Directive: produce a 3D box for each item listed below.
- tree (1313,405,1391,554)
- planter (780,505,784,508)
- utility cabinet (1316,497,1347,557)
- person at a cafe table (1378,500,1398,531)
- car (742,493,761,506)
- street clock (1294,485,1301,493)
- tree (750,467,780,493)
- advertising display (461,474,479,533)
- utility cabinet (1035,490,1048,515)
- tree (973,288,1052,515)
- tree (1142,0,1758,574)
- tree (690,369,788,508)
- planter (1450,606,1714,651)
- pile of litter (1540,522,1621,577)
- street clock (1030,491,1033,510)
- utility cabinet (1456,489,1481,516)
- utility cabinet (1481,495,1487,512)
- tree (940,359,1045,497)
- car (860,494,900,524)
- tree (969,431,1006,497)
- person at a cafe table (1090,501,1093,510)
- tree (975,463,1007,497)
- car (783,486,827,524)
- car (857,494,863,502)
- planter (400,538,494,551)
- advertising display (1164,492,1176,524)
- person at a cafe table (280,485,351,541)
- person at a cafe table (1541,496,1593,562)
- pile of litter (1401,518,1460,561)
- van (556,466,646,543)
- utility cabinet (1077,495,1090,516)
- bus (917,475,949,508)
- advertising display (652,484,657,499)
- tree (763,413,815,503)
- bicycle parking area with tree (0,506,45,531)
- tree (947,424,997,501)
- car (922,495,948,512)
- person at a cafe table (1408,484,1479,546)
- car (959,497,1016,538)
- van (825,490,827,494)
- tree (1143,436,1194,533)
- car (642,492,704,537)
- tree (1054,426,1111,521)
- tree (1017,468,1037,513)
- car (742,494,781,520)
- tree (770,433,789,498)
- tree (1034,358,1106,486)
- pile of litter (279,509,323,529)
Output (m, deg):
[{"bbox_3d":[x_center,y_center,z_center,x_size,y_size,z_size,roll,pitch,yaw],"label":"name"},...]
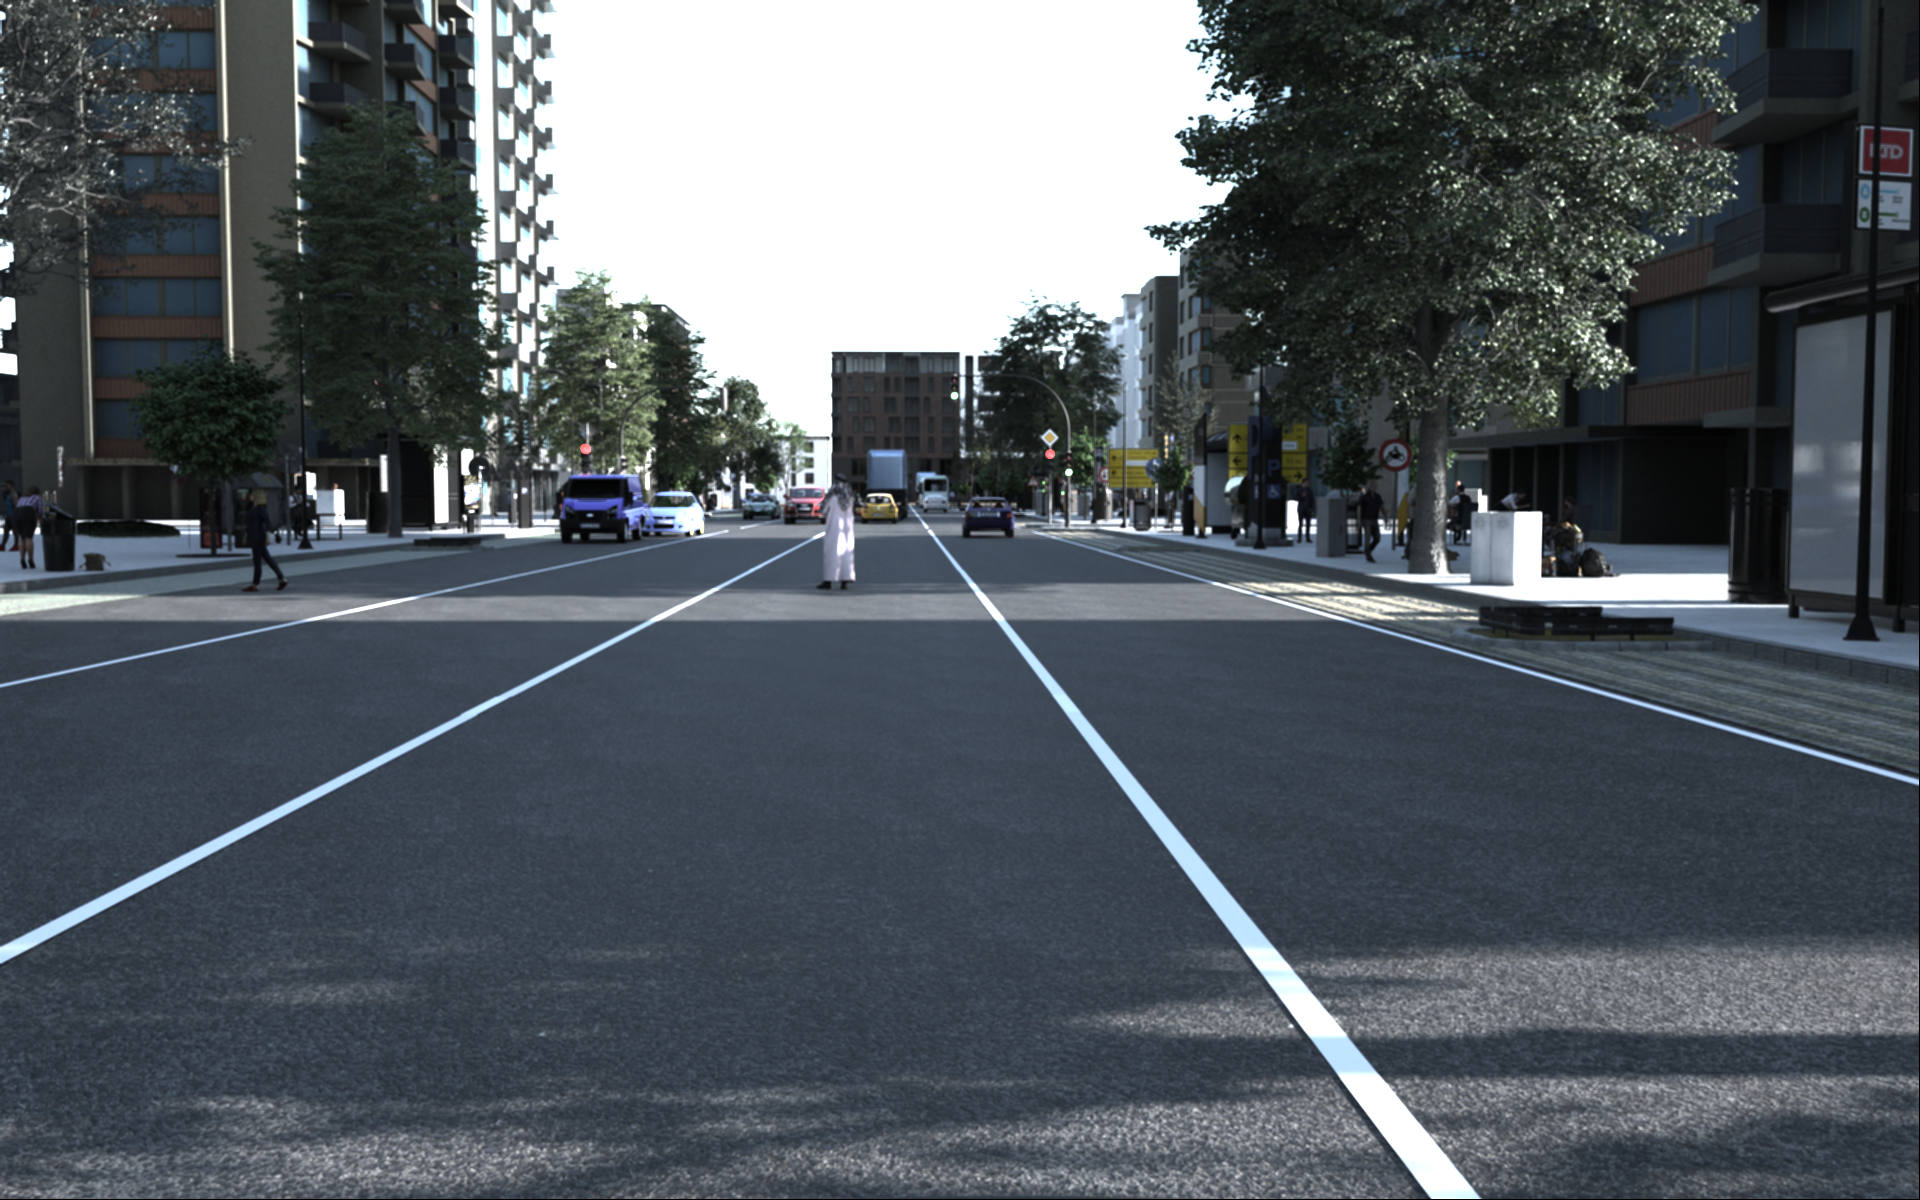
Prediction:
[{"bbox_3d":[8.491,-2.616,37.370,1.663,3.219,1.824,0,3,0],"label":"tree"},{"bbox_3d":[-17.576,-9.467,175.927,1.991,0.319,1.994,0,4,-2],"label":"planter"},{"bbox_3d":[7.619,-1.489,35.509,0.306,1.237,1.020,2,4,32],"label":"utility cabinet"},{"bbox_3d":[14.622,-3.064,60.957,1.698,1.238,1.726,0,4,3],"label":"person at a cafe table"},{"bbox_3d":[-16.498,-7.932,139.273,1.945,1.707,3.694,0,4,-4],"label":"car"},{"bbox_3d":[14.426,-4.236,73.833,0.358,2.002,0.471,1,4,14],"label":"street clock"},{"bbox_3d":[-20.815,-12.246,183.935,4.285,4.588,4.351,0,3,0],"label":"tree"},{"bbox_3d":[-16.143,-3.173,57.084,0.123,1.923,0.974,1,4,13],"label":"advertising display"},{"bbox_3d":[5.065,-5.927,105.579,0.318,1.500,1.173,-3,4,-37],"label":"utility cabinet"},{"bbox_3d":[5.755,-12.349,108.567,9.857,13.997,8.962,0,3,0],"label":"tree"},{"bbox_3d":[7.511,-7.400,27.653,9.857,13.997,8.962,0,3,0],"label":"tree"},{"bbox_3d":[-20.516,-14.828,159.449,9.611,12.733,9.660,0,3,0],"label":"tree"},{"bbox_3d":[5.826,0.273,16.669,1.991,0.319,1.994,0,4,-2],"label":"planter"},{"bbox_3d":[9.407,-0.801,27.055,1.719,0.858,1.176,2,4,23],"label":"pile of litter"},{"bbox_3d":[5.689,-8.097,136.951,0.471,2.002,0.358,2,4,26],"label":"street clock"},{"bbox_3d":[22.518,-4.177,76.975,1.173,1.500,0.318,3,4,36],"label":"utility cabinet"},{"bbox_3d":[23.737,-4.086,77.963,1.020,1.237,0.306,-1,4,-19],"label":"utility cabinet"},{"bbox_3d":[3.317,-15.117,157.533,12.009,13.543,11.850,0,3,0],"label":"tree"},{"bbox_3d":[-3.947,-4.577,85.062,2.015,1.641,3.980,0,4,-1],"label":"car"},{"bbox_3d":[3.091,-14.465,186.859,4.737,8.622,4.395,0,3,0],"label":"tree"},{"bbox_3d":[11.265,-7.927,140.460,1.698,1.238,1.726,1,4,10],"label":"person at a cafe table"},{"bbox_3d":[3.273,-12.048,180.698,4.285,4.588,4.351,0,3,0],"label":"tree"},{"bbox_3d":[-7.338,-4.581,83.577,2.281,1.827,5.304,0,4,-1],"label":"car"},{"bbox_3d":[-10.448,-9.746,169.566,2.015,1.641,3.980,0,4,-1],"label":"car"},{"bbox_3d":[-13.054,-1.418,44.323,1.991,0.319,1.994,0,4,-2],"label":"planter"},{"bbox_3d":[9.196,-4.315,75.765,0.123,1.923,0.974,-1,4,-19],"label":"advertising display"},{"bbox_3d":[-18.205,-2.437,48.357,1.622,1.524,1.698,1,4,14],"label":"person at a cafe table"},{"bbox_3d":[11.288,-1.362,33.128,1.698,1.238,1.726,-2,4,-26],"label":"person at a cafe table"},{"bbox_3d":[9.188,-1.218,33.880,1.176,0.858,1.719,2,4,26],"label":"pile of litter"},{"bbox_3d":[-10.786,-2.931,52.308,2.240,2.365,5.245,0,4,-3],"label":"van"},{"bbox_3d":[7.279,-5.548,101.879,0.306,1.237,1.020,2,4,32],"label":"utility cabinet"},{"bbox_3d":[-2.756,-11.177,177.603,2.948,3.499,13.247,0,4,-3],"label":"bus"},{"bbox_3d":[-20.540,-6.801,116.407,0.123,1.923,0.974,-2,4,-24],"label":"advertising display"},{"bbox_3d":[-22.562,-18.254,224.209,9.928,11.665,9.643,0,3,0],"label":"tree"},{"bbox_3d":[-36.208,-4.352,58.150,8.231,4.147,9.016,1,4,18],"label":"bicycle parking area with tree"},{"bbox_3d":[1.707,-17.788,225.249,7.601,10.594,8.767,0,4,5],"label":"tree"},{"bbox_3d":[-1.954,-7.633,137.155,2.083,1.381,4.827,0,4,-1],"label":"car"},{"bbox_3d":[12.397,-2.141,43.521,1.698,1.524,1.622,-1,4,-18],"label":"person at a cafe table"},{"bbox_3d":[0.938,-2.796,58.298,1.945,1.354,3.894,0,3,0],"label":"car"},{"bbox_3d":[-14.795,-10.754,182.842,2.013,2.044,4.112,0,4,0],"label":"van"},{"bbox_3d":[7.172,-3.864,57.770,1.663,3.219,1.824,0,3,0],"label":"tree"},{"bbox_3d":[-9.835,-3.037,59.252,1.945,1.707,3.694,0,4,0],"label":"car"},{"bbox_3d":[6.052,-6.091,83.306,4.285,4.588,4.351,0,3,0],"label":"tree"},{"bbox_3d":[4.337,-7.551,118.053,1.663,3.219,1.824,0,3,0],"label":"tree"},{"bbox_3d":[-11.304,-5.329,98.919,2.131,1.459,4.920,0,4,-1],"label":"car"},{"bbox_3d":[-22.439,-15.833,209.233,4.360,8.622,3.978,0,3,0],"label":"tree"},{"bbox_3d":[5.826,-8.829,94.714,4.737,8.622,4.395,0,3,0],"label":"tree"},{"bbox_3d":[-24.219,-3.032,63.531,1.719,0.858,1.176,-2,4,-32],"label":"pile of litter"}]
